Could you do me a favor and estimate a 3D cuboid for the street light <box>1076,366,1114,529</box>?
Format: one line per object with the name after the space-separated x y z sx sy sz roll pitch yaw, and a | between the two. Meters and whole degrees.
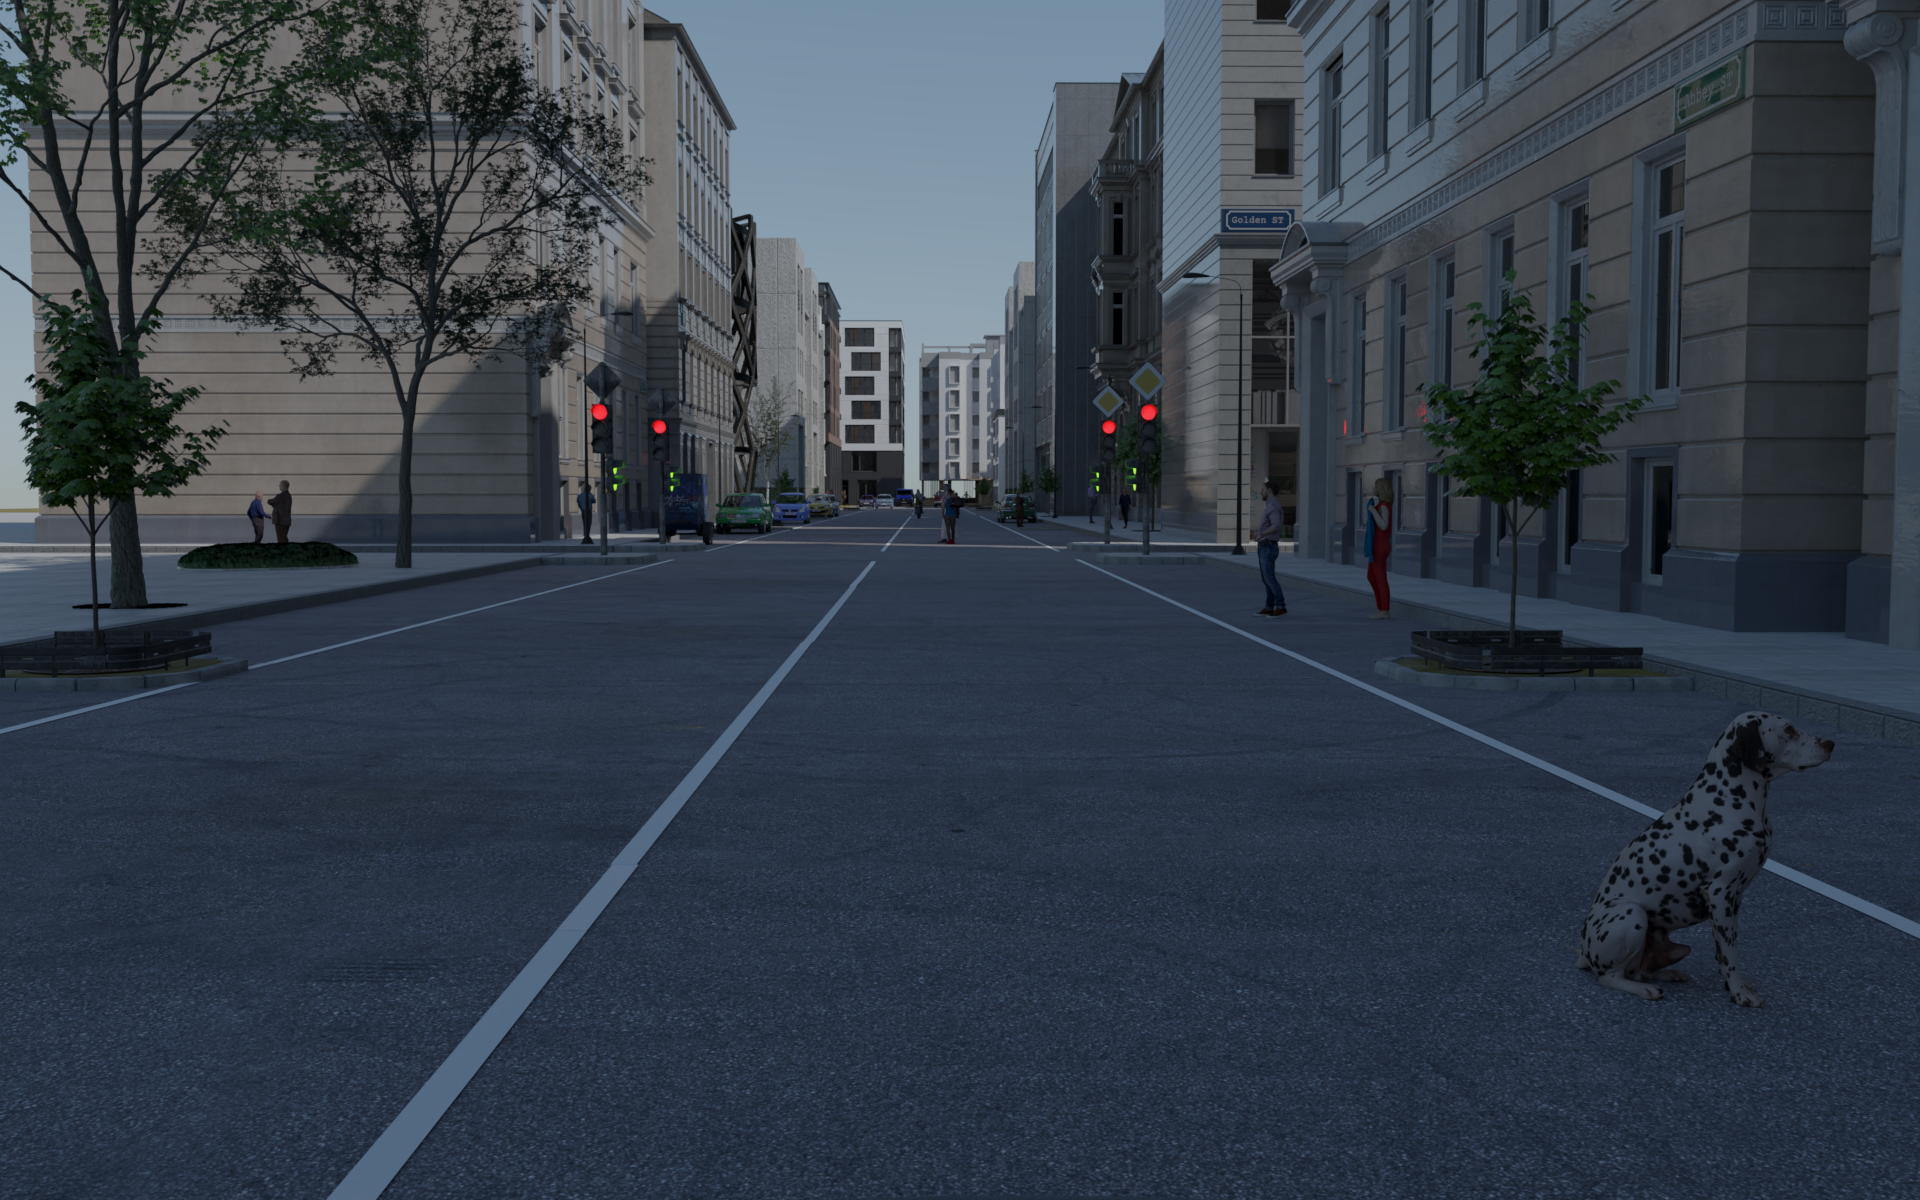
4.903 -5.526 62.899 1.470 5.913 1.316 0 4 -1 | street light

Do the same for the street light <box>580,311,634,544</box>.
-8.977 -4.375 44.070 1.470 5.913 1.316 0 4 -1 | street light

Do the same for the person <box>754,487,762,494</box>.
-13.558 -6.710 116.433 0.565 1.739 0.600 0 3 0 | person

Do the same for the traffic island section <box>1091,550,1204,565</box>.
3.949 -0.873 36.552 2.009 0.180 2.903 0 4 -1 | traffic island section

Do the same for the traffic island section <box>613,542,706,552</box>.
-7.632 -1.349 44.338 2.009 0.180 2.903 0 4 -1 | traffic island section

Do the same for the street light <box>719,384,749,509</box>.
-9.572 -6.140 72.936 1.470 5.913 1.316 0 4 -1 | street light

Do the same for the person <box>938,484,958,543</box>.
-0.365 -2.554 50.929 0.621 1.740 0.551 0 4 -5 | person

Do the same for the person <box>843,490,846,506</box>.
-12.231 -10.873 184.525 0.721 1.735 1.217 0 4 4 | person

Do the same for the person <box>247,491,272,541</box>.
-16.270 -1.782 40.330 0.600 1.496 0.574 -2 4 -24 | person

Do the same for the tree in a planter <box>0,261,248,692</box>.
-6.759 -0.993 13.456 1.991 3.239 1.994 0 4 -1 | tree in a planter

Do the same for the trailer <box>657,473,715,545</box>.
-7.739 -2.533 48.460 1.471 1.999 3.904 0 4 -2 | trailer

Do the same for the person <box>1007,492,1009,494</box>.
3.795 -8.026 140.503 0.421 1.427 0.697 -1 4 -21 | person

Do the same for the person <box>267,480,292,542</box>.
-12.819 -1.490 32.675 0.388 1.546 0.482 0 4 3 | person

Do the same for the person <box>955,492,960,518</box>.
-0.233 -5.648 103.119 0.482 1.546 0.388 0 4 1 | person

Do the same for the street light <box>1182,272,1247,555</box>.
5.355 -3.909 36.450 1.470 5.913 1.316 0 4 -1 | street light

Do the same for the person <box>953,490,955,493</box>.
-0.663 -10.022 172.300 0.705 1.831 1.348 1 4 20 | person

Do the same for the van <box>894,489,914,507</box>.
-6.182 -11.604 194.114 2.240 2.365 5.245 0 4 1 | van

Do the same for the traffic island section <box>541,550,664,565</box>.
-7.490 -0.861 36.354 2.009 0.180 2.903 0 4 -1 | traffic island section

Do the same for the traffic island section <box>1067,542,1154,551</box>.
3.808 -1.361 44.535 2.009 0.180 2.903 0 4 -1 | traffic island section

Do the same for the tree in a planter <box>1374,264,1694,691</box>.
4.341 -0.996 13.507 1.991 3.239 1.994 0 4 -1 | tree in a planter

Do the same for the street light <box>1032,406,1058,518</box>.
4.474 -7.268 91.367 1.470 5.913 1.316 0 4 -1 | street light

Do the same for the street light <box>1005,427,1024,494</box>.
3.824 -8.993 119.580 1.470 5.913 1.316 0 4 -1 | street light

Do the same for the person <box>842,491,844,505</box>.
-13.595 -11.749 201.124 0.721 1.766 1.217 2 4 25 | person

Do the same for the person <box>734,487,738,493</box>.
-15.413 -6.873 118.975 0.434 1.755 0.990 1 4 15 | person

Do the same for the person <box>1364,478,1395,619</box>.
4.780 -0.589 19.840 0.444 1.614 0.593 3 4 38 | person

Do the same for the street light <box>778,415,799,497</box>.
-10.070 -7.871 101.232 1.470 5.913 1.316 0 4 -1 | street light

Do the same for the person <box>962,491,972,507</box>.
0.690 -10.303 177.747 1.217 1.735 0.721 2 4 24 | person

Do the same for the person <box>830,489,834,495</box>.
-12.108 -9.696 165.287 0.721 1.743 1.217 1 4 13 | person

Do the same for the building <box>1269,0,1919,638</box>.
13.222 -14.624 25.006 13.634 28.700 20.117 0 4 -1 | building

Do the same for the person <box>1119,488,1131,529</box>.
6.149 -3.424 64.575 0.480 1.512 0.613 0 4 -4 | person

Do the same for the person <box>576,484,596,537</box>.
-9.889 -2.300 45.853 0.499 1.552 0.429 3 5 44 | person

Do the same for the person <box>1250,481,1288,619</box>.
3.566 -0.588 20.075 0.435 1.587 0.963 0 4 2 | person

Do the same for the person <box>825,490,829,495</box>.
-12.800 -9.735 166.679 0.415 1.643 0.593 1 4 22 | person

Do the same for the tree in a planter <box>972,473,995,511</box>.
1.992 -9.146 146.762 1.991 3.239 1.994 0 4 -1 | tree in a planter

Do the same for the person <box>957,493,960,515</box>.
-0.133 -6.665 119.675 0.471 1.553 0.569 -2 4 -35 | person

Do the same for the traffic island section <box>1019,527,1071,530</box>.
3.367 -2.834 69.196 1.991 0.108 1.994 0 4 -1 | traffic island section

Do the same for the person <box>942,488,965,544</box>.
-0.209 -2.382 49.309 0.647 1.594 0.662 -1 4 -19 | person

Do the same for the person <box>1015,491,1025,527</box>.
2.576 -3.928 74.992 0.388 1.546 0.482 -3 5 -39 | person

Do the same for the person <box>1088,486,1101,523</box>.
5.911 -4.271 75.743 0.599 1.838 0.709 0 4 -4 | person
